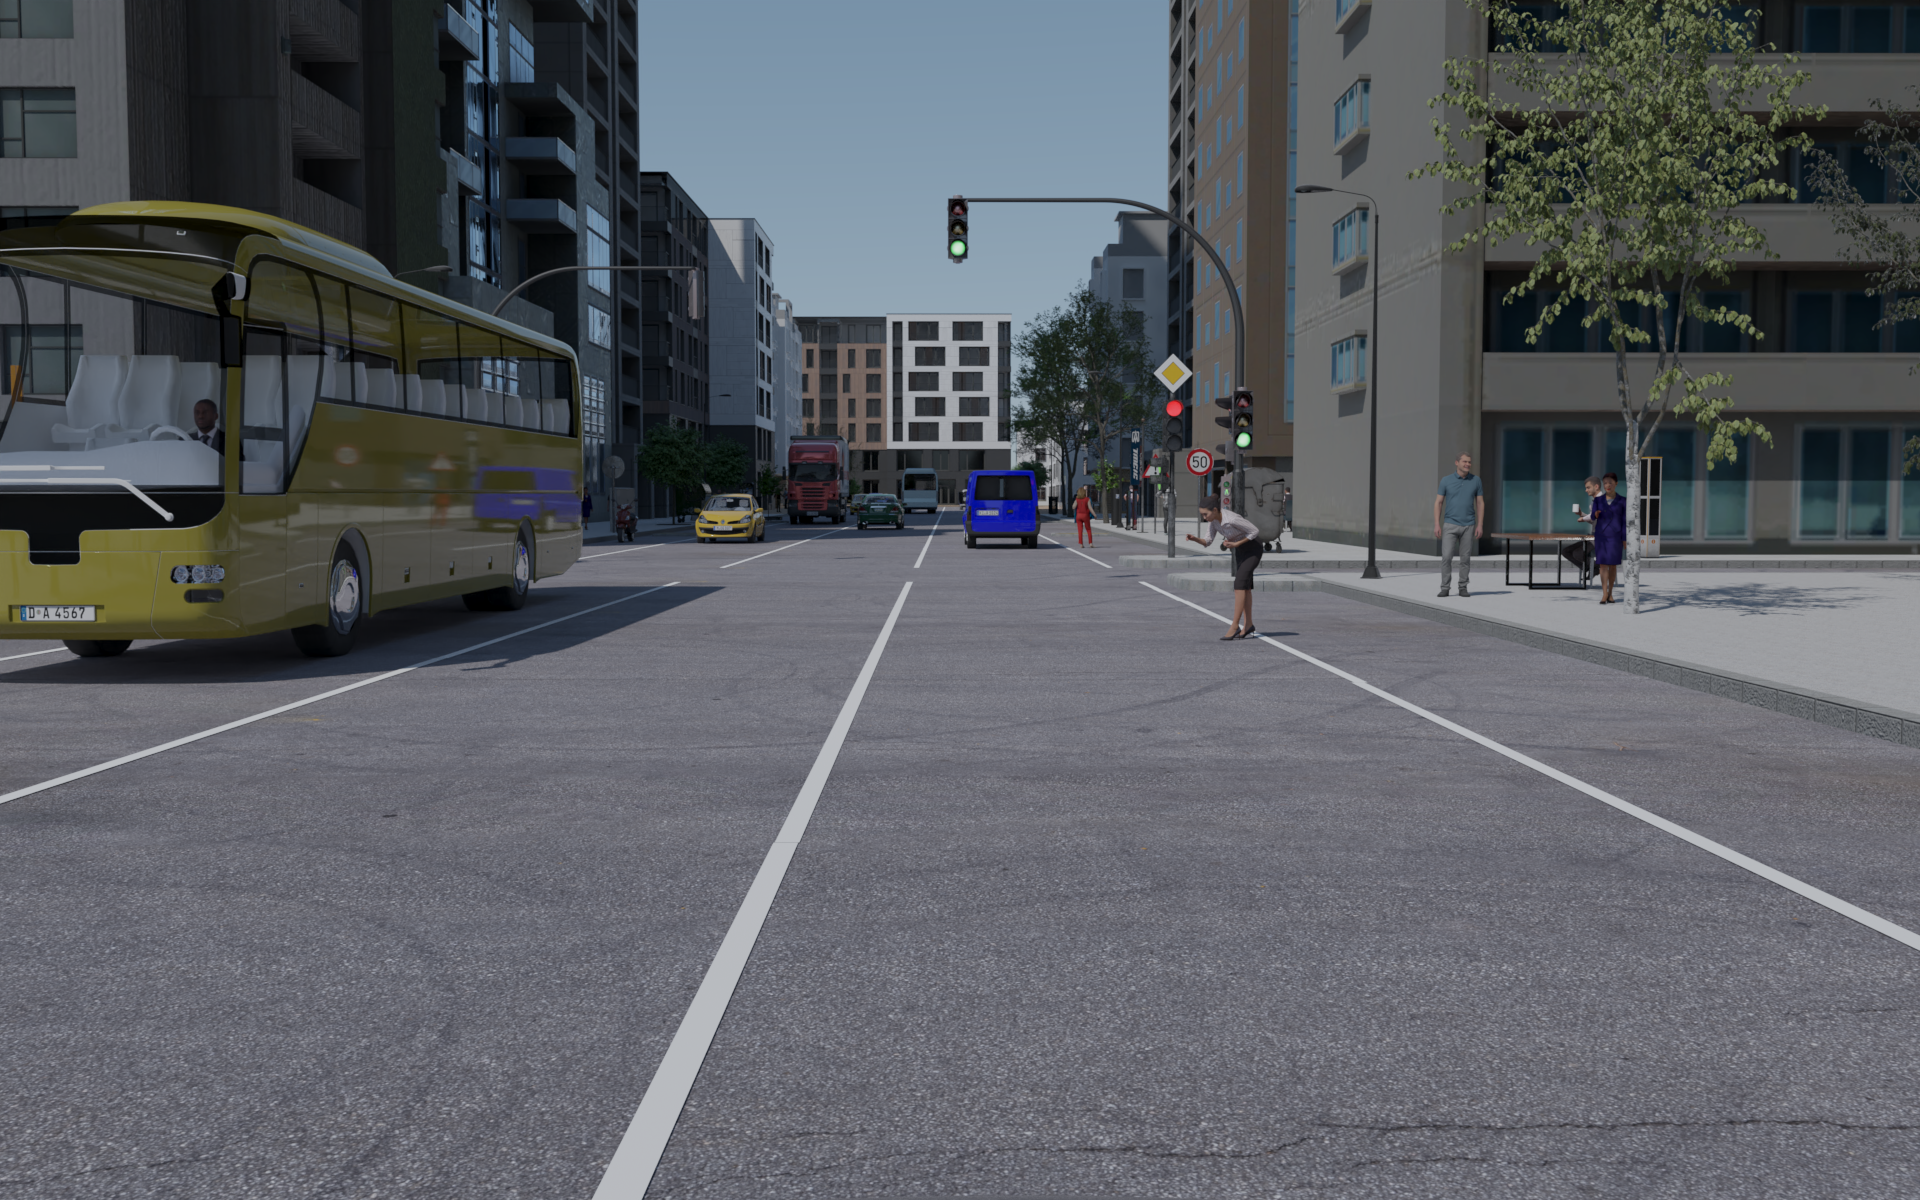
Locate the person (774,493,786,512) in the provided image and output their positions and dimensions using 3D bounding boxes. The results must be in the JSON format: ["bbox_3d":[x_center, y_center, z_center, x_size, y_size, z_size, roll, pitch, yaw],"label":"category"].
[{"bbox_3d":[-12.636,-7.013,121.224,1.217,1.766,0.721,3,5,43],"label":"person"}]

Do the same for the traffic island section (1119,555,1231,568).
[{"bbox_3d":[4.276,-0.769,34.857,2.009,0.180,2.903,0,4,0],"label":"traffic island section"}]

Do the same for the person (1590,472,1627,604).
[{"bbox_3d":[7.572,-0.719,20.173,0.453,1.535,0.546,0,4,6],"label":"person"}]

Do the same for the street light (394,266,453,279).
[{"bbox_3d":[-11.018,-3.844,35.399,1.470,5.913,1.316,0,4,0],"label":"street light"}]

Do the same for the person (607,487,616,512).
[{"bbox_3d":[-12.402,-3.321,62.545,0.569,1.553,0.471,2,4,32],"label":"person"}]

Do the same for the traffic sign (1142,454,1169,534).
[{"bbox_3d":[6.301,-3.416,55.858,0.884,2.594,0.081,0,4,3],"label":"traffic sign"}]

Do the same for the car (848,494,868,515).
[{"bbox_3d":[-6.675,-6.649,118.935,2.015,1.641,3.980,0,4,-2],"label":"car"}]

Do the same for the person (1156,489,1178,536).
[{"bbox_3d":[6.478,-2.870,53.693,0.376,1.734,0.841,-3,4,-38],"label":"person"}]

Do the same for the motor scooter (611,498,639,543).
[{"bbox_3d":[-9.976,-2.385,51.768,0.815,1.314,1.986,0,4,1],"label":"motor scooter"}]

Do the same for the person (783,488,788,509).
[{"bbox_3d":[-14.938,-8.739,148.906,0.705,1.826,1.348,-2,4,-29],"label":"person"}]

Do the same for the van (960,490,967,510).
[{"bbox_3d":[0.816,-9.252,158.282,2.013,2.044,4.112,0,4,-2],"label":"van"}]

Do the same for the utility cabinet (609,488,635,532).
[{"bbox_3d":[-11.452,-3.066,58.809,0.318,1.500,1.173,1,4,19],"label":"utility cabinet"}]

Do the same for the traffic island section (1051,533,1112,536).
[{"bbox_3d":[4.138,-2.242,59.522,1.991,0.108,1.994,0,4,0],"label":"traffic island section"}]

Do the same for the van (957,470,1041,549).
[{"bbox_3d":[1.077,-2.611,47.076,2.240,2.365,5.245,0,4,-1],"label":"van"}]

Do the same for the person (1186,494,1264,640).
[{"bbox_3d":[2.622,-0.325,16.999,0.628,1.438,0.799,2,4,26],"label":"person"}]

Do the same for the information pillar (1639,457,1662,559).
[{"bbox_3d":[13.737,-1.835,34.497,0.304,2.012,0.304,-1,4,-15],"label":"information pillar"}]

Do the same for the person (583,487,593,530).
[{"bbox_3d":[-13.334,-3.278,62.013,0.546,1.535,0.453,3,5,42],"label":"person"}]

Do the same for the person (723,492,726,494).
[{"bbox_3d":[-14.648,-6.039,108.010,0.726,1.434,0.776,-1,4,-14],"label":"person"}]

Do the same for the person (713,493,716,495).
[{"bbox_3d":[-15.357,-6.038,108.667,0.340,1.345,0.435,-1,4,-19],"label":"person"}]

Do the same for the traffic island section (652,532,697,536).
[{"bbox_3d":[-9.451,-2.252,59.692,1.991,0.108,1.994,0,4,0],"label":"traffic island section"}]

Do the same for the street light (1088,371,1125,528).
[{"bbox_3d":[5.543,-5.689,65.556,1.470,5.913,1.316,0,4,0],"label":"street light"}]

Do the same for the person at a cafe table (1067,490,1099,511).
[{"bbox_3d":[7.329,-5.914,105.202,1.698,1.524,1.622,2,4,35],"label":"person at a cafe table"}]

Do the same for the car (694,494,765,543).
[{"bbox_3d":[-6.804,-2.523,51.479,2.015,1.641,3.980,0,4,-1],"label":"car"}]

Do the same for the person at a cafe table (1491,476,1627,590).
[{"bbox_3d":[8.320,-0.926,23.656,1.622,1.524,1.698,0,4,1],"label":"person at a cafe table"}]

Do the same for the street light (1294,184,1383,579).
[{"bbox_3d":[5.714,-3.279,26.150,1.470,5.913,1.316,0,4,0],"label":"street light"}]

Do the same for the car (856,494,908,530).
[{"bbox_3d":[-3.240,-3.634,71.217,2.131,1.459,4.920,0,3,0],"label":"car"}]

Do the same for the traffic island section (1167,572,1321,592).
[{"bbox_3d":[4.318,-0.281,26.872,2.009,0.180,2.903,0,4,0],"label":"traffic island section"}]

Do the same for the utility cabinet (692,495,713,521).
[{"bbox_3d":[-12.236,-4.352,82.313,1.020,1.237,0.306,-1,4,-13],"label":"utility cabinet"}]

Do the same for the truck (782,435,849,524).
[{"bbox_3d":[-6.932,-5.887,85.161,2.839,4.237,11.283,0,4,-1],"label":"truck"}]

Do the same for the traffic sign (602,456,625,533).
[{"bbox_3d":[-11.457,-3.494,57.228,0.768,2.556,0.104,0,4,5],"label":"traffic sign"}]

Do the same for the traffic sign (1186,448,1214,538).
[{"bbox_3d":[6.653,-2.939,48.154,0.768,2.556,0.104,0,4,1],"label":"traffic sign"}]

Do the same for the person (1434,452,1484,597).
[{"bbox_3d":[6.220,-0.944,21.610,0.598,1.807,0.434,1,4,20],"label":"person"}]

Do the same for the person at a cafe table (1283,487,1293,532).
[{"bbox_3d":[11.034,-3.083,58.926,1.698,1.524,1.622,-1,4,-10],"label":"person at a cafe table"}]

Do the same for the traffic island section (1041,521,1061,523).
[{"bbox_3d":[3.998,-3.917,86.915,1.991,0.108,1.994,0,4,0],"label":"traffic island section"}]

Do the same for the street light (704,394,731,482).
[{"bbox_3d":[-11.316,-6.606,80.543,1.470,5.913,1.316,0,4,0],"label":"street light"}]

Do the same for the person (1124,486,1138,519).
[{"bbox_3d":[8.826,-5.008,88.856,0.756,1.711,0.436,1,4,20],"label":"person"}]

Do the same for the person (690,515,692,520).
[{"bbox_3d":[-12.877,-4.647,84.240,0.590,1.554,0.614,-2,4,-28],"label":"person"}]

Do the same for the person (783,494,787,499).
[{"bbox_3d":[-12.429,-7.410,127.142,1.348,1.831,0.705,2,4,33],"label":"person"}]

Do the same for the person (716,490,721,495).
[{"bbox_3d":[-11.902,-4.735,86.149,0.600,1.496,0.574,-2,4,-30],"label":"person"}]

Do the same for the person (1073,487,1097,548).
[{"bbox_3d":[3.309,-2.191,46.022,0.593,1.614,0.444,3,5,43],"label":"person"}]
